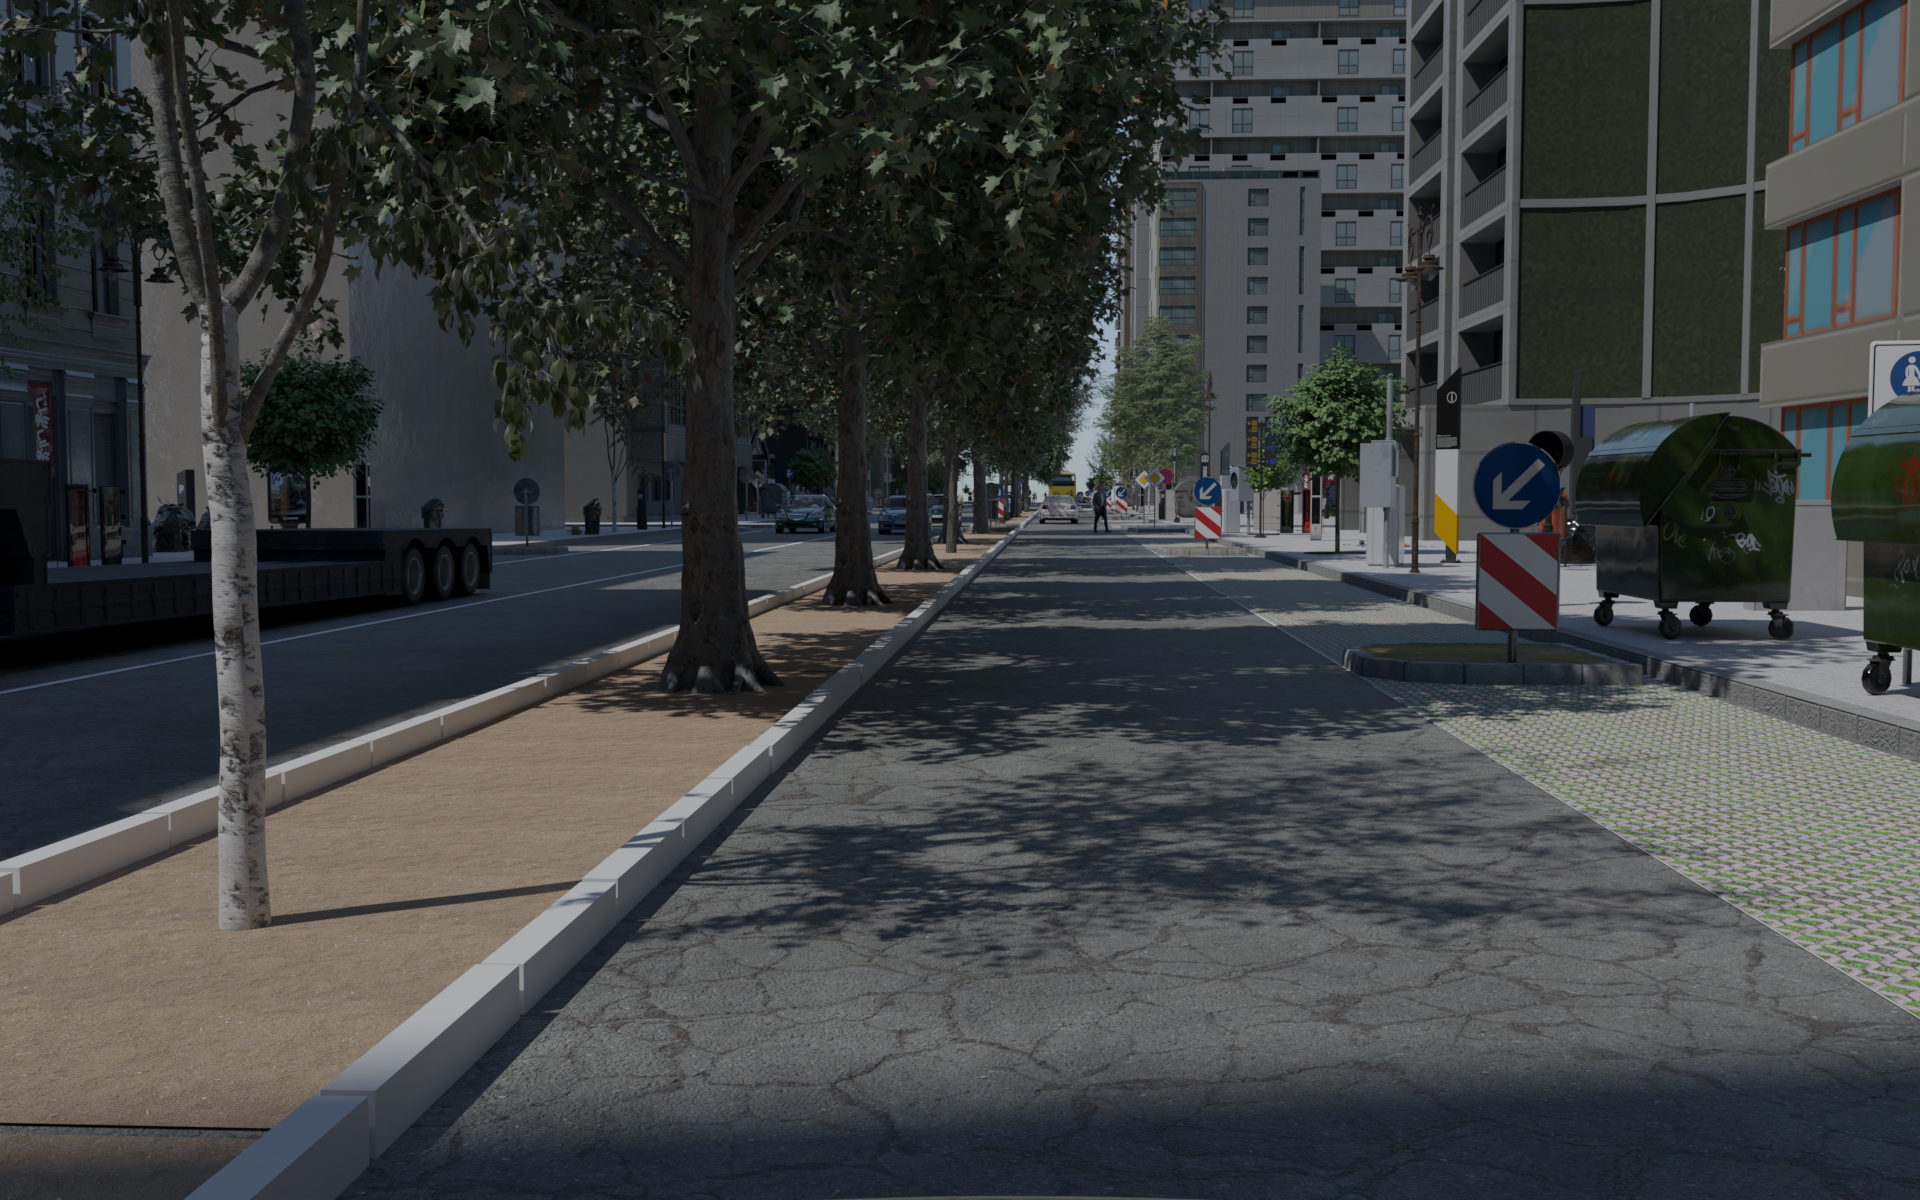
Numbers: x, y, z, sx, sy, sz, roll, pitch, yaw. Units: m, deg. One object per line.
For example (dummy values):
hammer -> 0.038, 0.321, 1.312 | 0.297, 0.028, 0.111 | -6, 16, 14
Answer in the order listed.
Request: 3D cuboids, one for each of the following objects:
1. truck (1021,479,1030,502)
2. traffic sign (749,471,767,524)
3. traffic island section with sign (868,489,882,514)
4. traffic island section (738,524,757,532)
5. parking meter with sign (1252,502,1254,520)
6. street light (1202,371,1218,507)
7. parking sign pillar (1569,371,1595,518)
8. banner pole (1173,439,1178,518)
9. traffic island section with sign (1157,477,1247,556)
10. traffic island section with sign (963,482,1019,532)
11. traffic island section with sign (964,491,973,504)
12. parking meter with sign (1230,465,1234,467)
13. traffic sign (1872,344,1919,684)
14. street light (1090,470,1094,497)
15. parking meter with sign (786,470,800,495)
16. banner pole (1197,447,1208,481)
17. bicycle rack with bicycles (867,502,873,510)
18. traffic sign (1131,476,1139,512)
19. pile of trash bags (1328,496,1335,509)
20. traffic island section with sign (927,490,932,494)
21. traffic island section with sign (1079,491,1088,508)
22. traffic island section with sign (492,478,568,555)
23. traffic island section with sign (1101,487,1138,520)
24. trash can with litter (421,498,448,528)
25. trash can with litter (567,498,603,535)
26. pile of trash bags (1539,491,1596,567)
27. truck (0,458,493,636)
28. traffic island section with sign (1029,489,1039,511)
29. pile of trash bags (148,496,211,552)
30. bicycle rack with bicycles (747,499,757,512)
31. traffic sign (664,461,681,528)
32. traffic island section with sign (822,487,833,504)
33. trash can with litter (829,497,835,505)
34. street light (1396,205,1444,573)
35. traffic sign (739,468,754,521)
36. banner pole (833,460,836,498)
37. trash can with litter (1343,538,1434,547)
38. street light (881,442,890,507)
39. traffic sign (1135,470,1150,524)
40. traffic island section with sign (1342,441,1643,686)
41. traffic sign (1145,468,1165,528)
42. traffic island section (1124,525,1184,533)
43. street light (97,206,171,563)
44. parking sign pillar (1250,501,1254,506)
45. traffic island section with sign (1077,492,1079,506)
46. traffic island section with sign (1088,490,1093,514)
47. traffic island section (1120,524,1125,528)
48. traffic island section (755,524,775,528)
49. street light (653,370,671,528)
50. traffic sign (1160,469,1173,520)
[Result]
truck -> 9.942, -17.892, 282.291 | 2.967, 4.110, 18.799 | 0, 4, 3
traffic sign -> -8.671, -4.320, 74.279 | 0.795, 2.450, 0.064 | 0, 4, 3
traffic island section with sign -> -5.886, -7.064, 124.124 | 1.989, 1.847, 2.006 | 0, 4, 3
traffic island section -> -9.145, -2.697, 66.370 | 2.009, 0.180, 2.903 | 0, 4, 3
parking meter with sign -> 15.096, -5.589, 87.649 | 0.543, 3.016, 1.738 | 1, 4, 17
street light -> 9.332, -5.631, 64.847 | 0.468, 5.910, 1.993 | 0, 4, 3
parking sign pillar -> 13.892, -3.075, 38.752 | 1.447, 3.967, 1.447 | 1, 4, 17
banner pole -> 9.774, -5.422, 78.670 | 0.401, 3.779, 0.863 | 0, 4, -6
traffic island section with sign -> 5.659, -1.967, 40.788 | 1.989, 1.847, 2.006 | 0, 4, 3
traffic island section with sign -> 1.138, -3.541, 66.026 | 2.006, 1.907, 1.989 | 0, 4, 3
traffic island section with sign -> 1.555, -15.124, 255.903 | 1.989, 1.847, 2.006 | 0, 4, 3
parking meter with sign -> 16.287, -6.687, 105.601 | 0.543, 3.016, 1.738 | 0, 4, 0
traffic sign -> 6.396, -0.581, 11.629 | 0.606, 2.300, 0.079 | 1, 4, 10
street light -> 23.162, -20.460, 307.301 | 0.468, 5.910, 1.993 | 0, 4, 3
parking meter with sign -> -11.646, -7.722, 122.522 | 0.543, 3.016, 1.738 | -2, 4, -35
banner pole -> 12.983, -6.292, 92.895 | 0.863, 3.779, 0.401 | 2, 4, 24
bicycle rack with bicycles -> -8.486, -7.556, 136.923 | 2.925, 0.926, 2.852 | 0, 4, 5
traffic sign -> 12.387, -7.420, 121.416 | 0.768, 2.556, 0.104 | 1, 4, 9
pile of trash bags -> 29.533, -7.533, 132.915 | 3.447, 1.369, 1.912 | 1, 4, 15
traffic island section with sign -> -3.116, -10.069, 173.262 | 1.989, 1.847, 2.006 | 0, 4, 3
traffic island section with sign -> 13.138, -10.070, 173.279 | 1.989, 1.847, 2.006 | 0, 4, 3
traffic island section with sign -> -10.541, -2.021, 41.673 | 1.989, 1.847, 2.006 | 0, 4, 3
traffic island section with sign -> 8.692, -5.261, 94.640 | 1.989, 1.847, 2.006 | 0, 4, 3
trash can with litter -> -14.730, -2.233, 47.896 | 0.624, 1.170, 1.055 | 2, 4, 28
trash can with litter -> -11.819, -2.642, 54.577 | 1.055, 1.170, 0.624 | -2, 4, -24
pile of trash bags -> 11.626, -1.333, 31.554 | 3.447, 1.369, 1.912 | -3, 4, -38
truck -> -8.572, -1.587, 15.698 | 2.967, 4.110, 18.799 | 0, 4, 4
traffic island section with sign -> 5.790, -8.581, 148.441 | 2.006, 1.907, 1.989 | 0, 4, 3
pile of trash bags -> -18.133, -1.759, 38.517 | 1.912, 1.369, 3.447 | 2, 4, 34
bicycle rack with bicycles -> -14.694, -6.632, 121.813 | 2.925, 0.926, 2.852 | 2, 4, 31
traffic sign -> -11.047, -4.048, 66.283 | 0.768, 2.556, 0.104 | 1, 4, 9
traffic island section with sign -> -7.421, -5.402, 96.944 | 1.989, 1.847, 2.006 | 0, 4, 3
trash can with litter -> -8.437, -6.373, 115.581 | 1.055, 1.170, 0.624 | 3, 5, 43
street light -> 7.403, -3.378, 28.018 | 0.468, 5.910, 1.993 | 0, 4, 3
traffic sign -> -10.275, -5.088, 83.299 | 0.768, 2.556, 0.104 | 1, 4, 10
banner pole -> -8.529, -7.797, 117.500 | 0.401, 3.779, 0.863 | 1, 4, 15
trash can with litter -> 10.386, -1.923, 42.492 | 1.678, 1.210, 2.233 | -2, 4, -31
street light -> -6.520, -10.745, 148.468 | 0.468, 5.910, 1.993 | 0, 4, 3
traffic sign -> 7.796, -4.262, 73.333 | 0.795, 2.450, 0.064 | 0, 4, 3
traffic island section with sign -> 4.147, -0.321, 13.875 | 1.989, 1.847, 2.006 | 0, 4, 3
traffic sign -> 7.346, -3.775, 65.360 | 0.795, 2.450, 0.064 | 0, 4, 3
traffic island section -> 7.370, -2.639, 65.436 | 2.009, 0.180, 2.903 | 0, 4, 3
street light -> -13.334, -3.388, 28.175 | 0.468, 5.910, 1.993 | 0, 4, 3
parking sign pillar -> 23.968, -9.406, 142.266 | 1.447, 3.967, 1.447 | -3, 4, -38
traffic island section with sign -> 14.646, -11.719, 200.238 | 1.989, 1.847, 2.006 | 0, 4, 3
traffic island section with sign -> 10.269, -6.966, 122.522 | 1.989, 1.847, 2.006 | 0, 4, 3
traffic island section -> 7.820, -3.127, 73.409 | 2.009, 0.180, 2.903 | 0, 4, 3
traffic island section -> -8.695, -3.184, 74.342 | 2.009, 0.180, 2.903 | 0, 4, 3
street light -> -11.111, -5.627, 64.788 | 0.468, 5.910, 1.993 | 0, 4, 3
traffic sign -> 10.308, -5.312, 86.949 | 0.768, 2.556, 0.104 | 1, 4, 10
